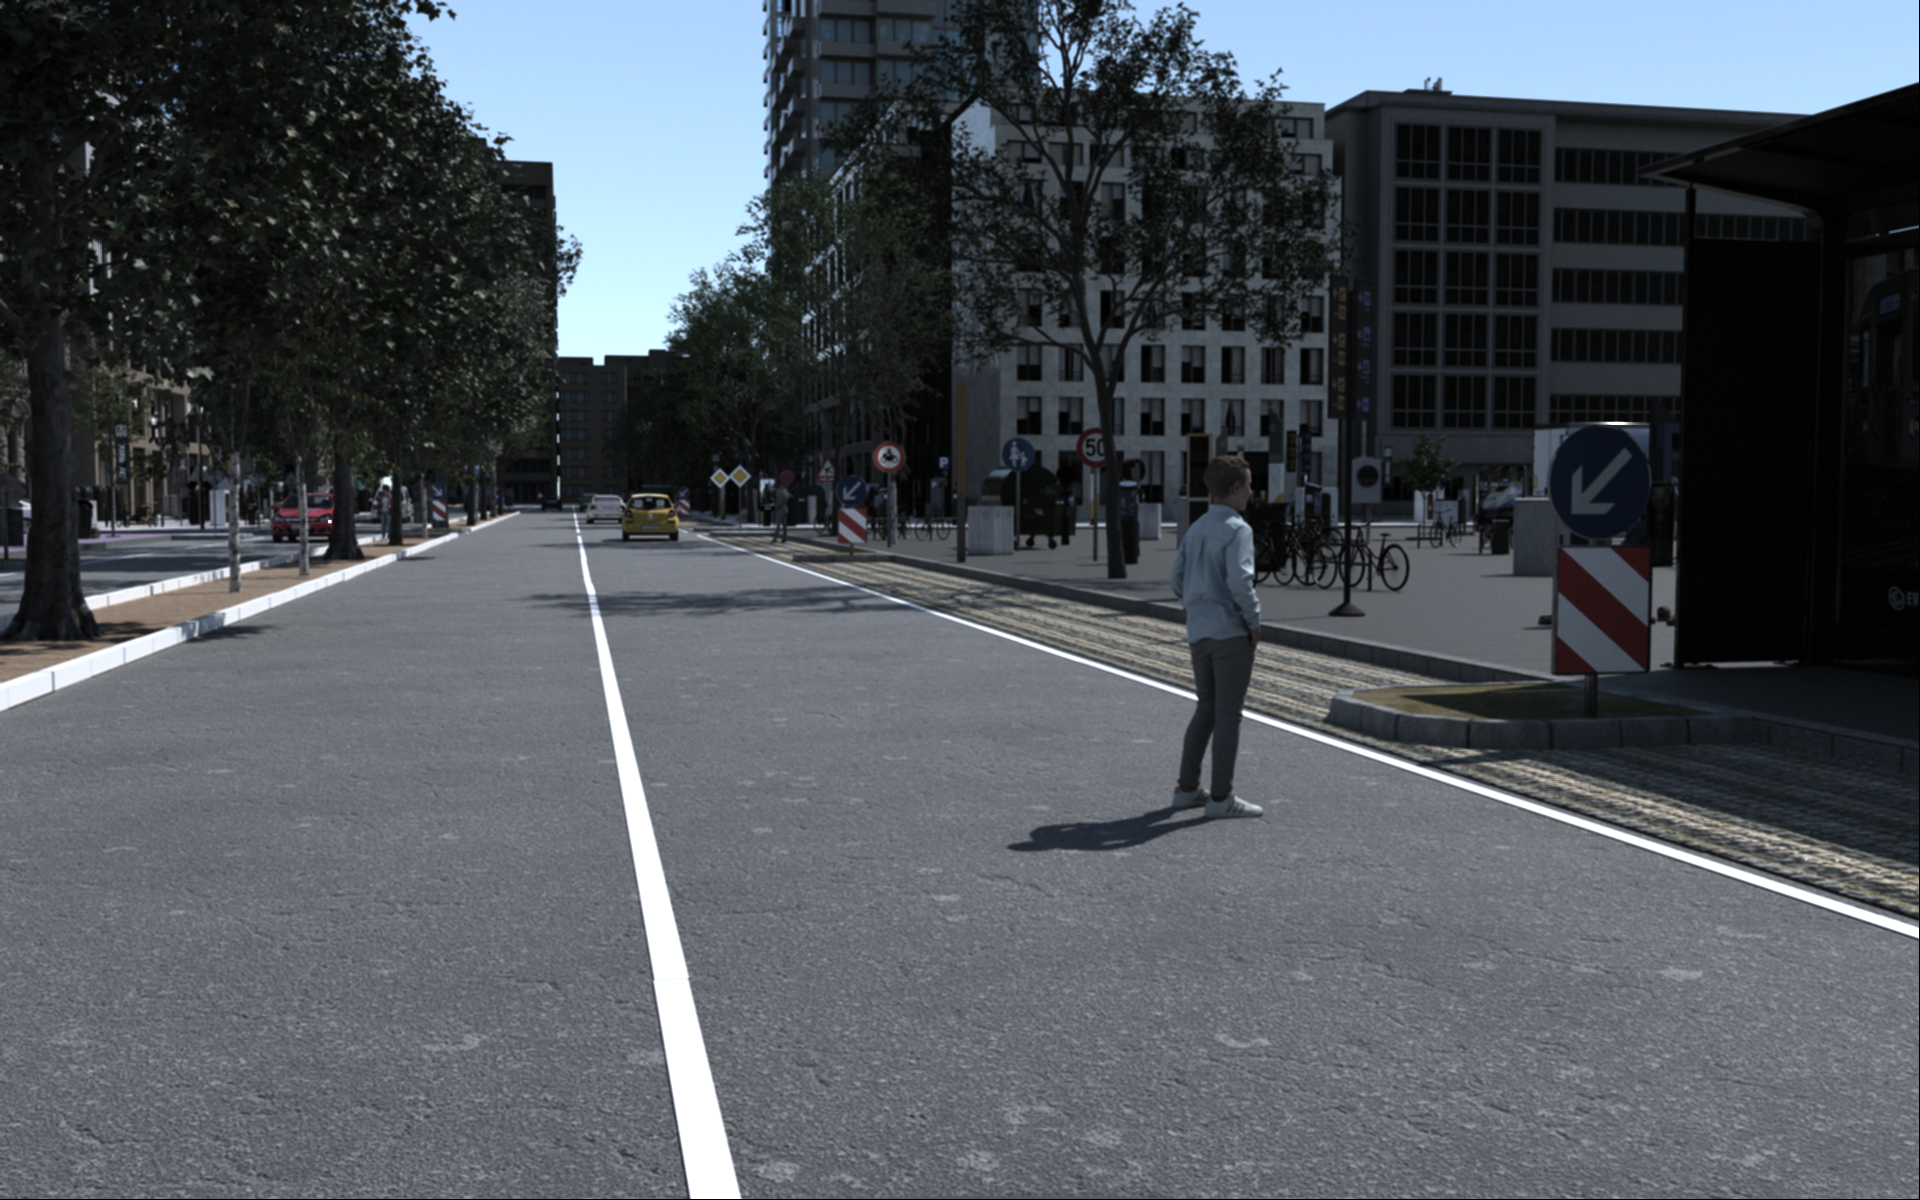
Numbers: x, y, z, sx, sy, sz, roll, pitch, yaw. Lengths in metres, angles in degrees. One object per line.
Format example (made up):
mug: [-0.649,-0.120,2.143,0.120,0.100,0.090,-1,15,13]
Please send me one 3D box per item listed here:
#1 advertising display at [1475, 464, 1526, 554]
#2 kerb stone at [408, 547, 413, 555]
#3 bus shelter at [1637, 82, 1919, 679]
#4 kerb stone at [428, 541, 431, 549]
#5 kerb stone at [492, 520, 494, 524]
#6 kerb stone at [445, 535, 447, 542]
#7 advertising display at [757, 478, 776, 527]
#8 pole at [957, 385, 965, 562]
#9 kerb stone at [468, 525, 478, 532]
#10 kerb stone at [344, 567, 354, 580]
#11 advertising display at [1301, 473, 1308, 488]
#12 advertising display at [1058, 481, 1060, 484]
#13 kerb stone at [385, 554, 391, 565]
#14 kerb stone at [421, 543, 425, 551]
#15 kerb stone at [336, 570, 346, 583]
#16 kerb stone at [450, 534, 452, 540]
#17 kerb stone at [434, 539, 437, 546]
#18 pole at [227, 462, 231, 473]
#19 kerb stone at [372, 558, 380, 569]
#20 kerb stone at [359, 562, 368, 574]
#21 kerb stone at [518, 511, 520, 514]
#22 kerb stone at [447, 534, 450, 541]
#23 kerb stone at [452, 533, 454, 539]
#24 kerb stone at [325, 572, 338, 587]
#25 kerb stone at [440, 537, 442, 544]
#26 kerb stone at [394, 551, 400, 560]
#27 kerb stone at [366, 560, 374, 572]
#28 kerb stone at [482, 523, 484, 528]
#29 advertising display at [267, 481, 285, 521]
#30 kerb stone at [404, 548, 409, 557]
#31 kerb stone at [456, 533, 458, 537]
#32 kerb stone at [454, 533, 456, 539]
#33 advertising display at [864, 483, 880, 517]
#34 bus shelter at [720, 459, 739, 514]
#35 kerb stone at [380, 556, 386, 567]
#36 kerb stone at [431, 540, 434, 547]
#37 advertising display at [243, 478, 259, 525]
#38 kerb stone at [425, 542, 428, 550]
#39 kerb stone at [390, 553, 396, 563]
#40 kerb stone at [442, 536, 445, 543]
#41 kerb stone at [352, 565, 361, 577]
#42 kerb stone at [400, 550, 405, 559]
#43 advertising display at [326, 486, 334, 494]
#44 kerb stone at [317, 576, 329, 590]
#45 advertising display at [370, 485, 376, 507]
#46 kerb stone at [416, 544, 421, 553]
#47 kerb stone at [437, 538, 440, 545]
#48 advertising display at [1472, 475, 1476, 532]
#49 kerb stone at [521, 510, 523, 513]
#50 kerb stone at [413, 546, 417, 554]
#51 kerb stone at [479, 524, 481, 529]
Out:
advertising display: [11.609,-1.952,37.127,0.974,1.923,0.123,2,4,32]
kerb stone: [-12.797,-1.090,40.013,0.120,0.150,1.000,-1,4,-13]
bus shelter: [6.389,-1.133,9.803,1.731,3.624,6.357,-1,4,-12]
kerb stone: [-13.919,-1.396,45.014,0.120,0.150,1.000,-1,4,-13]
kerb stone: [-22.140,-3.630,81.548,0.120,0.150,1.000,-1,4,-13]
kerb stone: [-15.279,-1.761,51.025,0.120,0.150,1.000,-1,4,-13]
advertising display: [-7.662,-3.881,68.662,0.123,1.923,0.974,3,4,36]
pole: [0.022,-2.367,32.538,0.158,3.312,0.155,0,3,0]
kerb stone: [-18.984,-2.770,67.536,0.120,0.150,1.000,-1,4,-13]
kerb stone: [-10.316,-0.417,29.007,0.120,0.150,1.000,-1,4,-13]
advertising display: [10.676,-2.969,53.756,0.123,1.923,0.974,1,4,17]
advertising display: [4.473,-4.267,74.986,0.123,1.923,0.974,-1,4,-16]
kerb stone: [-11.666,-0.784,35.013,0.120,0.150,1.000,-1,4,-13]
kerb stone: [-13.466,-1.269,43.013,0.120,0.150,1.000,-1,4,-13]
kerb stone: [-10.102,-0.354,28.005,0.120,0.150,1.000,-1,4,-13]
kerb stone: [-15.720,-1.885,53.021,0.120,0.150,1.000,-1,4,-13]
kerb stone: [-14.374,-1.518,47.019,0.120,0.150,1.000,-1,4,-13]
pole: [-30.634,-4.822,72.678,0.158,3.312,0.155,0,3,0]
kerb stone: [-11.224,-0.661,33.013,0.120,0.150,1.000,-1,4,-13]
kerb stone: [-10.774,-0.539,31.003,0.120,0.150,1.000,-1,4,-13]
kerb stone: [-30.901,-6.015,120.541,0.120,0.150,1.000,-1,4,-13]
kerb stone: [-15.494,-1.824,52.024,0.120,0.150,1.000,-1,4,-13]
kerb stone: [-15.948,-1.942,54.017,0.120,0.150,1.000,-1,4,-13]
kerb stone: [-9.872,-0.294,27.009,0.120,0.150,1.000,-1,4,-13]
kerb stone: [-14.825,-1.641,49.026,0.120,0.150,1.000,-1,4,-13]
kerb stone: [-12.125,-0.905,37.014,0.120,0.150,1.000,-1,4,-13]
kerb stone: [-10.993,-0.595,32.003,0.120,0.150,1.000,-1,4,-13]
kerb stone: [-19.872,-3.017,71.531,0.120,0.150,1.000,-1,4,-13]
advertising display: [-32.727,-4.751,82.889,0.123,1.923,0.974,2,4,25]
kerb stone: [-12.572,-1.024,39.016,0.120,0.150,1.000,-1,4,-13]
kerb stone: [-16.390,-2.069,56.016,0.120,0.150,1.000,-1,4,-13]
kerb stone: [-16.173,-2.007,55.017,0.120,0.150,1.000,-1,4,-13]
advertising display: [-4.982,-5.683,98.132,0.974,1.923,0.123,-2,4,-31]
bus shelter: [-14.891,-7.413,112.481,1.731,3.624,6.357,-1,4,-13]
kerb stone: [-11.444,-0.722,34.015,0.120,0.150,1.000,-1,4,-13]
kerb stone: [-14.150,-1.457,46.022,0.120,0.150,1.000,-1,4,-13]
advertising display: [-29.121,-4.033,71.151,0.974,1.923,0.123,2,4,35]
kerb stone: [-13.688,-1.327,44.010,0.120,0.150,1.000,-1,4,-13]
kerb stone: [-11.902,-0.844,36.007,0.120,0.150,1.000,-1,4,-13]
kerb stone: [-15.052,-1.697,50.023,0.120,0.150,1.000,-1,4,-13]
kerb stone: [-10.543,-0.476,30.007,0.120,0.150,1.000,-1,4,-13]
kerb stone: [-12.354,-0.967,38.009,0.120,0.150,1.000,-1,4,-13]
advertising display: [-48.300,-7.833,133.281,0.974,1.923,0.123,0,4,-3]
kerb stone: [-9.648,-0.227,26.000,0.120,0.150,1.000,-1,4,-13]
advertising display: [-40.179,-6.935,118.607,0.123,1.923,0.974,-3,4,-36]
kerb stone: [-13.242,-1.212,42.015,0.120,0.150,1.000,-1,4,-13]
kerb stone: [-14.595,-1.578,48.020,0.120,0.150,1.000,-1,4,-13]
advertising display: [17.617,-3.271,58.700,0.123,1.923,0.974,3,5,39]
kerb stone: [-32.479,-6.444,127.561,0.120,0.150,1.000,-1,4,-13]
kerb stone: [-13.017,-1.150,41.013,0.120,0.150,1.000,-1,4,-13]
kerb stone: [-19.429,-2.895,69.531,0.120,0.150,1.000,-1,4,-13]
